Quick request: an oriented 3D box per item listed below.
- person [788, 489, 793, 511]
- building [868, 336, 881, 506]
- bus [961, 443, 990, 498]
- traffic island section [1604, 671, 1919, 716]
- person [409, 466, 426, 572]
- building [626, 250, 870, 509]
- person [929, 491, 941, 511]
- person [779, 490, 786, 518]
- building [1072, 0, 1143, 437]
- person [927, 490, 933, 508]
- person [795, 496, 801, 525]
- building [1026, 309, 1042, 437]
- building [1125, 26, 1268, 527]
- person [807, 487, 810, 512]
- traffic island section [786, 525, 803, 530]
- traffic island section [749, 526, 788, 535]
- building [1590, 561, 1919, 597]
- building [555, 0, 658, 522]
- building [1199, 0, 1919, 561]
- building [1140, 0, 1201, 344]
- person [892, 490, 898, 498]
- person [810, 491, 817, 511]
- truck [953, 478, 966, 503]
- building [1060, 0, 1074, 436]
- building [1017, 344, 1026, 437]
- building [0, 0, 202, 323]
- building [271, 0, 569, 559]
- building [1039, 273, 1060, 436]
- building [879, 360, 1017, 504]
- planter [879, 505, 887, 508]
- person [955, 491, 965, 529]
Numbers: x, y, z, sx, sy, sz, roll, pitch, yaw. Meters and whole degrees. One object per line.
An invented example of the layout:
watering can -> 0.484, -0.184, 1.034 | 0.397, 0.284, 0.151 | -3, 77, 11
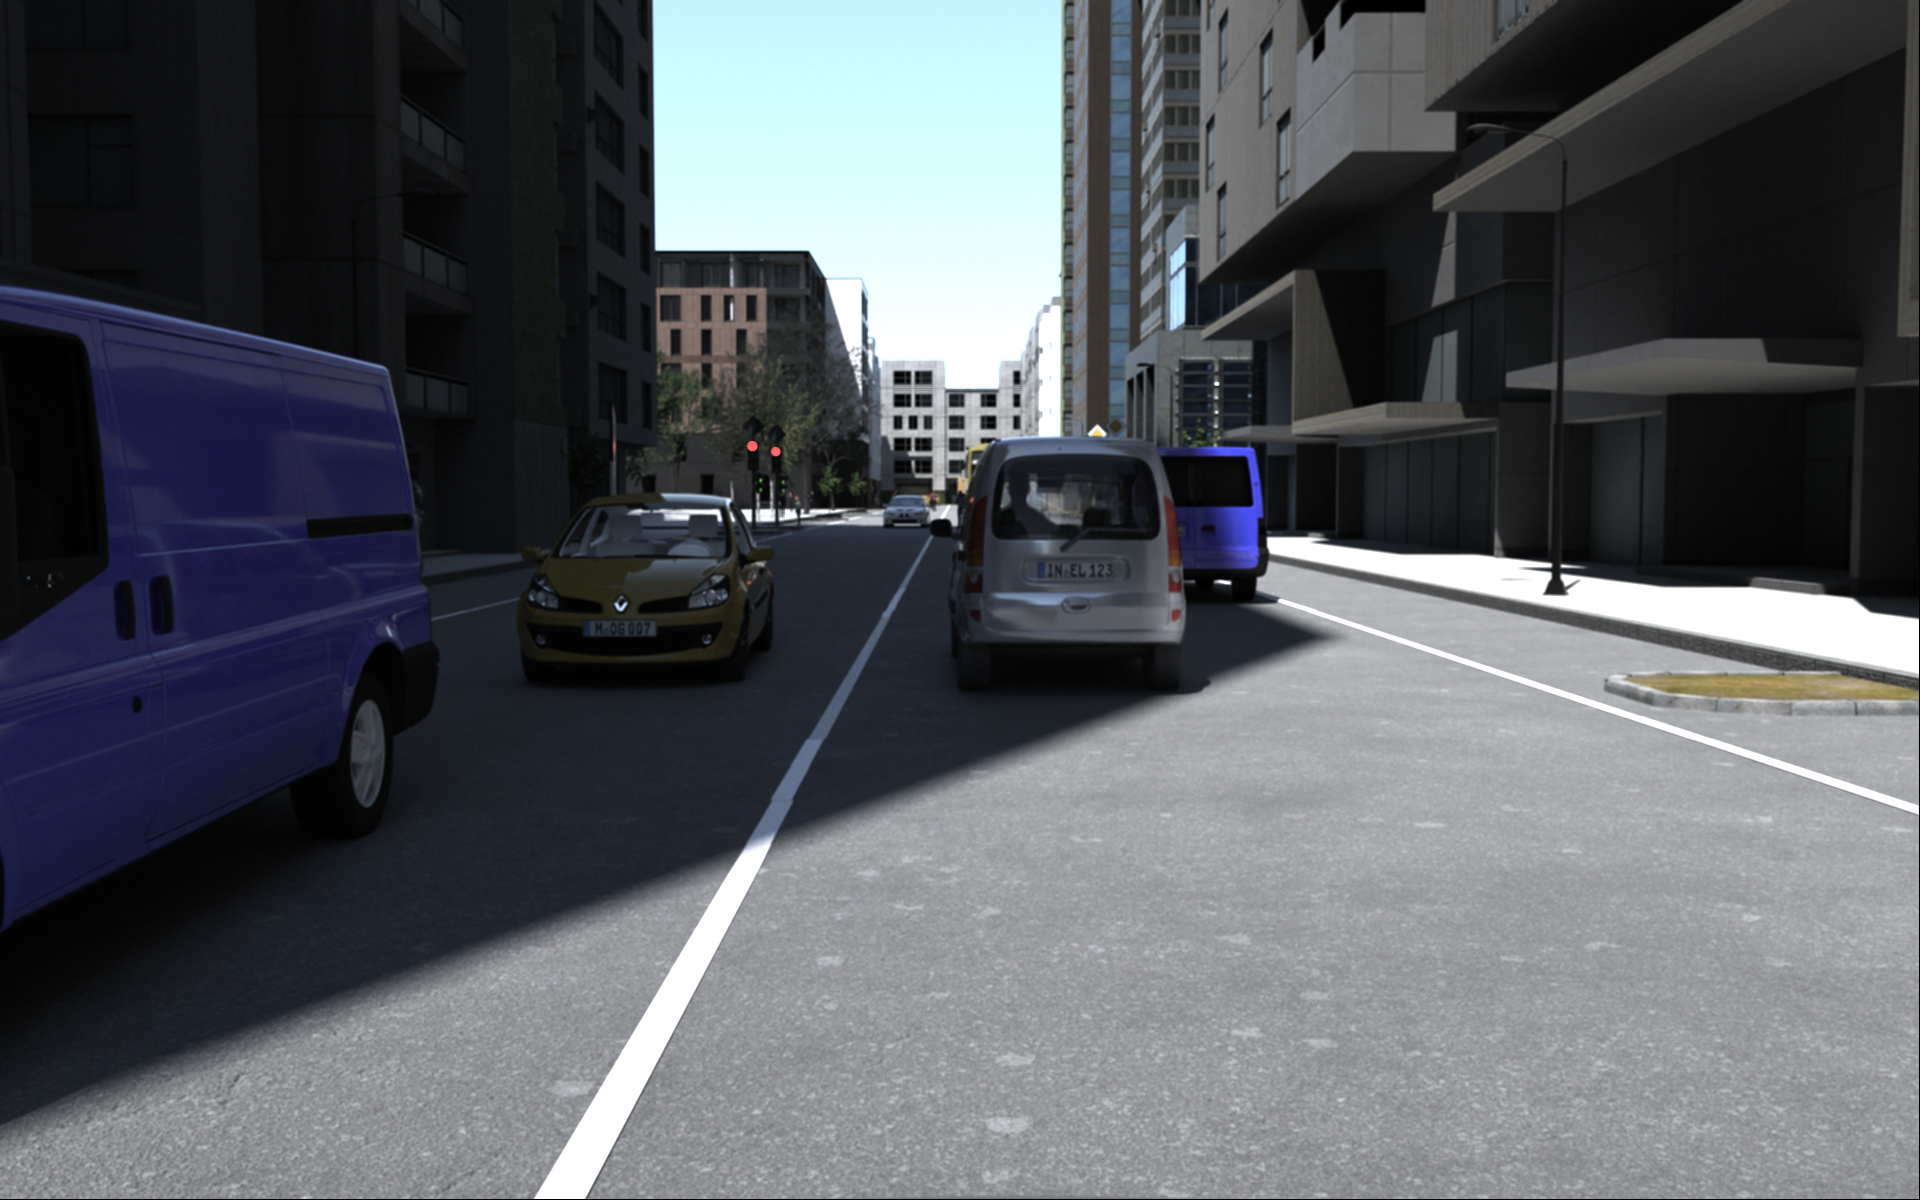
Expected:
person -> -12.513, -7.354, 127.755 | 0.415, 1.643, 0.593 | -2, 4, -32
building -> -15.626, -21.863, 213.871 | 11.380, 20.091, 16.016 | 0, 4, 0
bus -> 1.566, -5.594, 83.001 | 2.896, 3.916, 12.252 | 0, 4, 0
traffic island section -> 5.670, 0.653, 12.184 | 1.991, 0.108, 1.994 | 0, 4, 0
person -> -8.866, -1.308, 28.145 | 0.376, 1.734, 0.841 | -1, 4, -9
building -> -23.222, -19.433, 161.707 | 27.936, 21.610, 32.646 | 0, 4, 0
person -> -2.137, -8.387, 146.352 | 1.217, 1.743, 0.721 | -3, 4, -38
person -> -9.637, -5.201, 93.617 | 0.480, 1.512, 0.613 | -2, 4, -34
building -> 15.341, -28.847, 121.761 | 14.600, 45.320, 14.200 | 0, 4, 0
person -> -2.931, -10.519, 180.418 | 1.348, 1.831, 0.705 | 3, 5, 39
person -> -7.484, -4.139, 80.088 | 0.435, 1.345, 0.340 | 3, 5, 44
building -> 15.892, -18.815, 174.090 | 16.747, 18.905, 31.486 | 0, 4, 0
building -> 23.228, -46.747, 76.985 | 31.000, 86.520, 22.319 | 0, 4, 0
person -> -10.996, -7.234, 124.445 | 0.434, 1.807, 0.598 | 0, 4, -7
traffic island section -> -7.401, -2.910, 69.865 | 2.009, 0.180, 2.903 | 0, 4, 0
traffic island section -> -7.382, -2.422, 61.880 | 2.009, 0.180, 2.903 | 0, 4, 0
building -> 22.377, -26.310, 19.413 | 28.713, 52.752, 27.495 | 0, 4, 0
building -> -17.112, -17.255, 53.818 | 14.107, 30.474, 14.160 | 0, 4, 0
building -> 21.817, -27.992, 46.913 | 28.713, 52.752, 27.495 | 0, 4, 0
building -> 23.692, -25.137, 102.877 | 32.217, 40.220, 23.993 | 0, 4, 0
person -> -5.536, -8.653, 149.947 | 0.705, 1.831, 1.348 | 2, 4, 35
person -> -11.340, -7.658, 133.791 | 0.613, 1.512, 0.480 | 1, 4, 14
truck -> 1.050, -13.091, 209.957 | 3.469, 3.379, 9.791 | 0, 4, -2
building -> 14.856, -27.721, 136.839 | 14.154, 41.232, 14.086 | 0, 4, 0
building -> 16.088, -20.738, 205.517 | 16.747, 18.905, 31.486 | 0, 4, 0
building -> -20.033, -35.335, 15.974 | 20.563, 71.187, 20.611 | 0, 4, 0
building -> -16.550, -21.444, 34.213 | 14.154, 41.232, 14.086 | 0, 4, 0
building -> 15.075, -18.090, 152.186 | 16.016, 20.091, 11.380 | 0, 4, 0
building -> 5.337, -22.614, 236.202 | 31.486, 18.905, 16.747 | 0, 4, 0
planter -> -7.328, -9.239, 172.192 | 1.991, 0.319, 1.994 | 0, 4, 0
person -> 0.024, -3.681, 70.741 | 0.319, 1.574, 0.516 | -3, 5, -40
